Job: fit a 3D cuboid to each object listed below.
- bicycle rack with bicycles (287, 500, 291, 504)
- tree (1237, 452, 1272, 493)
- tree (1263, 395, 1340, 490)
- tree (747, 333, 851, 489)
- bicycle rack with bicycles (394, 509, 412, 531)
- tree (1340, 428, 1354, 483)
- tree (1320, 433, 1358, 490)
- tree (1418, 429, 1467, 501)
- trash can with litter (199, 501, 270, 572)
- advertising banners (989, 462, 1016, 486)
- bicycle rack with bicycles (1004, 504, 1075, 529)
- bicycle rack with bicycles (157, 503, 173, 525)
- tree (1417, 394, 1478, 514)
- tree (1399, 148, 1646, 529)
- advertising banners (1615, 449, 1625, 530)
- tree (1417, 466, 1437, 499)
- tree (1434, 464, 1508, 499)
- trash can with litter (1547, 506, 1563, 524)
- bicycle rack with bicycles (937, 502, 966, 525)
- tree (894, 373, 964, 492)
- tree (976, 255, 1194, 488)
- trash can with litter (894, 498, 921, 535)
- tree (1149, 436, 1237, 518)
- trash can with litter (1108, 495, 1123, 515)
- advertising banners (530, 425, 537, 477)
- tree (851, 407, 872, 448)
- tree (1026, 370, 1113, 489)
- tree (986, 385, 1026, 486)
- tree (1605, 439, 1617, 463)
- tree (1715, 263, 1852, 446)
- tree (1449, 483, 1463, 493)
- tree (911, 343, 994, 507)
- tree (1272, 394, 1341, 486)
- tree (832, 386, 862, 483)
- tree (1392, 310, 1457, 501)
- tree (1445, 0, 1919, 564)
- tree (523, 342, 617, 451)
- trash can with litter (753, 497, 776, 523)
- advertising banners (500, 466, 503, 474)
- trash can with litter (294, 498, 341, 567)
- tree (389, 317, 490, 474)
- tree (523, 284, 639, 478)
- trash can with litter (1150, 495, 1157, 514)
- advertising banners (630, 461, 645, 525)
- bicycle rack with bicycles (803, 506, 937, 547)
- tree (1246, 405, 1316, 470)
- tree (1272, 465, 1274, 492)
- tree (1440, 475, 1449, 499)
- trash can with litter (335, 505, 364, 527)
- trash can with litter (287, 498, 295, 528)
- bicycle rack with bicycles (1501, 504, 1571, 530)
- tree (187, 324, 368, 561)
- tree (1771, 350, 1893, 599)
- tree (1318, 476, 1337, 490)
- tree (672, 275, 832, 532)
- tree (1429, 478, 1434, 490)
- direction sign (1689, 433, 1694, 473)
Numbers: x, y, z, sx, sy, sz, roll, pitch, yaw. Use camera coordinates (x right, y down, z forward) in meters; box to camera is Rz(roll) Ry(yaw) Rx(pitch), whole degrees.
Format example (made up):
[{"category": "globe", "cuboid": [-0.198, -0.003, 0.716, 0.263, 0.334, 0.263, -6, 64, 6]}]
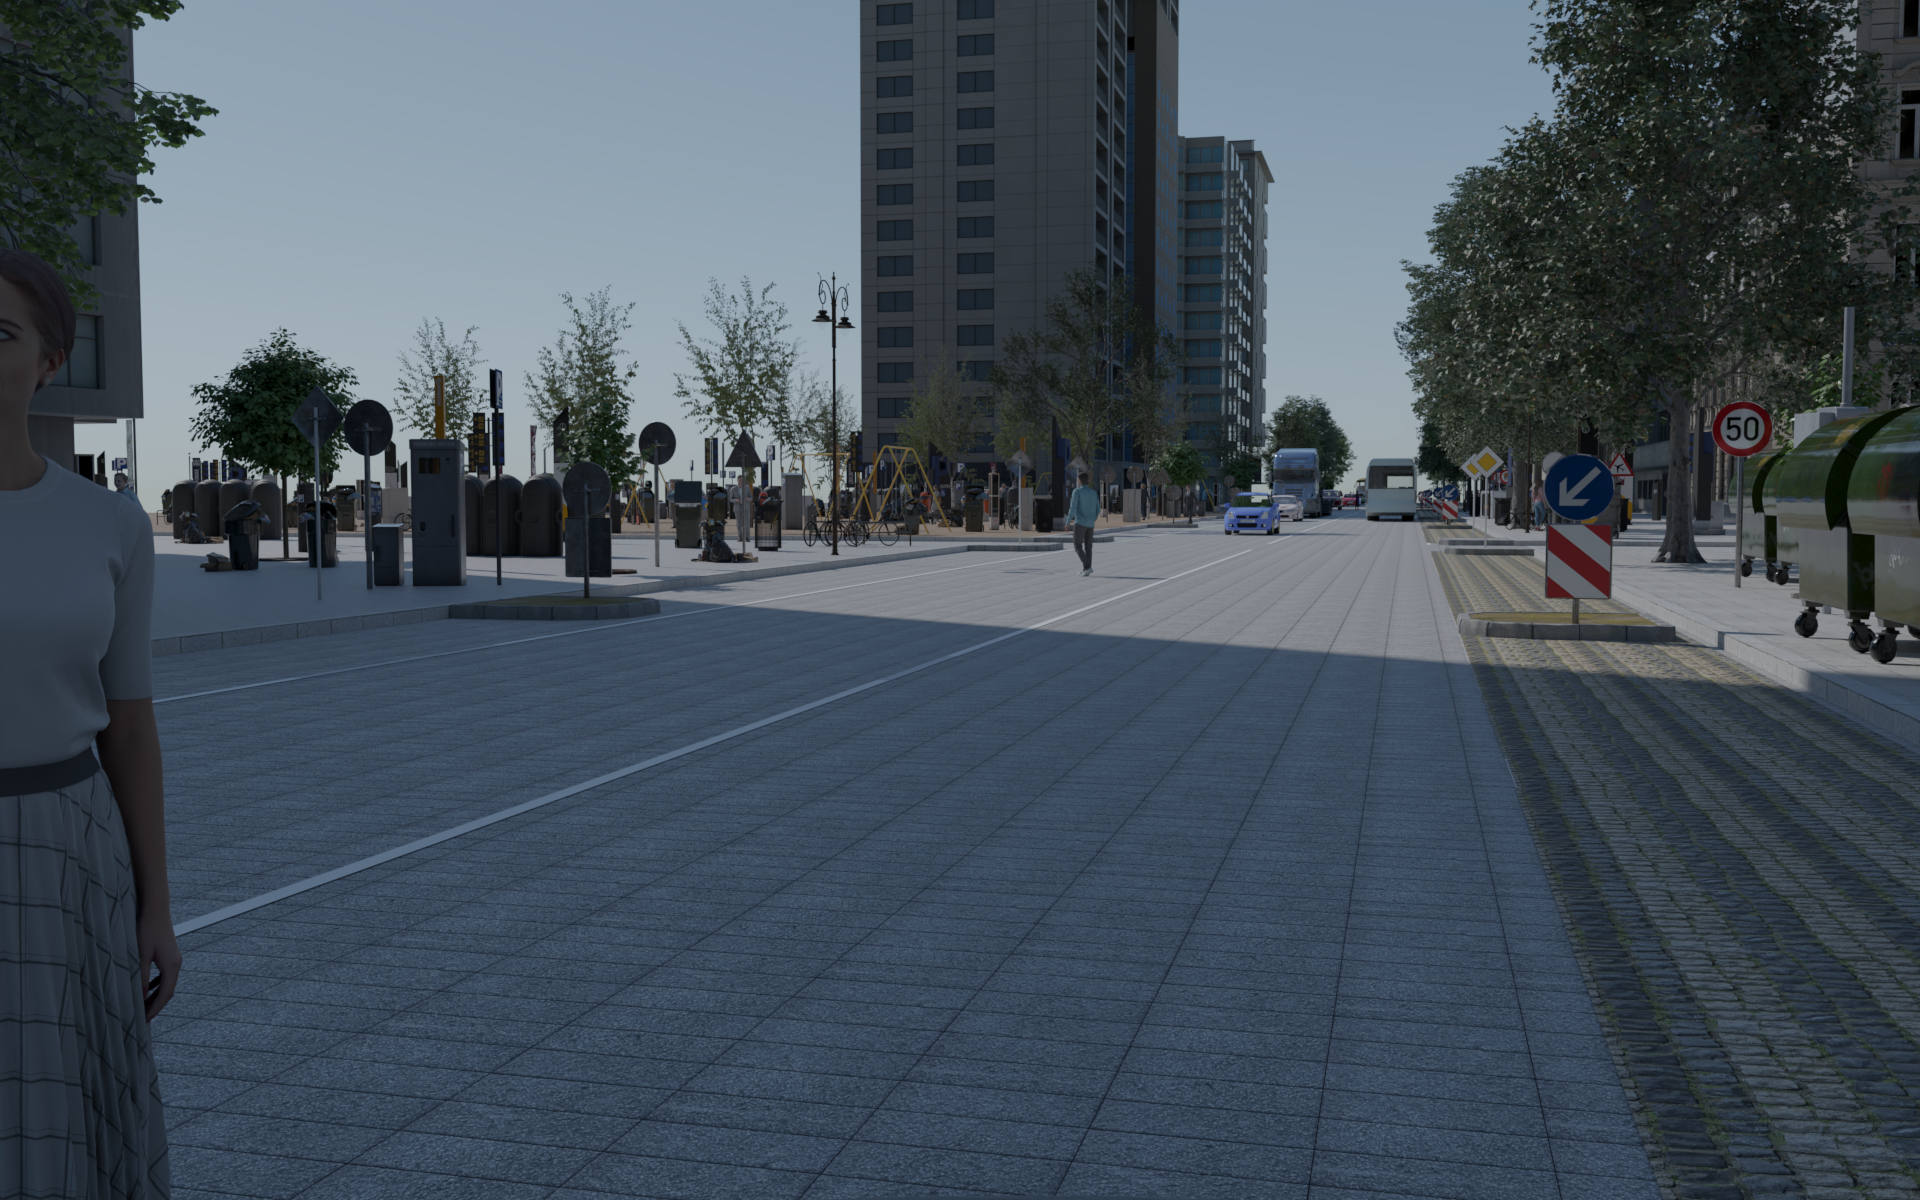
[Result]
[{"category": "bicycle rack with bicycles", "cuboid": [-50.905, -7.045, 128.567, 2.852, 0.926, 2.925, -2, 4, -28]}, {"category": "tree", "cuboid": [21.402, -9.131, 133.000, 4.285, 4.588, 4.351, 0, 3, 0]}, {"category": "tree", "cuboid": [38.269, -17.163, 198.745, 7.486, 12.596, 7.792, 0, 3, 0]}, {"category": "tree", "cuboid": [-7.941, -7.922, 79.883, 4.360, 8.622, 3.978, 0, 3, 0]}, {"category": "bicycle rack with bicycles", "cuboid": [-18.156, -2.841, 59.834, 2.925, 0.926, 2.852, 0, 4, 5]}, {"category": "tree", "cuboid": [52.809, -20.250, 249.207, 7.486, 12.596, 7.792, 0, 3, 0]}, {"category": "tree", "cuboid": [60.176, -21.660, 279.900, 9.928, 11.665, 9.643, 0, 3, 0]}, {"category": "tree", "cuboid": [65.105, -19.226, 232.471, 7.486, 12.596, 7.792, 0, 3, 0]}, {"category": "trash can with litter", "cuboid": [-12.110, -1.072, 28.912, 0.624, 1.170, 1.055, 2, 4, 24]}, {"category": "advertising banners", "cuboid": [2.431, -6.079, 95.572, 2.074, 3.025, 0.090, -3, 4, -36]}, {"category": "bicycle rack with bicycles", "cuboid": [2.652, -3.090, 63.909, 2.852, 0.926, 2.925, 2, 4, 31]}, {"category": "bicycle rack with bicycles", "cuboid": [-32.422, -3.645, 72.974, 2.852, 0.926, 2.925, 0, 4, -6]}, {"category": "tree", "cuboid": [33.025, -11.273, 110.068, 9.928, 11.665, 9.643, 0, 3, 0]}, {"category": "tree", "cuboid": [20.643, -9.588, 63.425, 9.857, 13.997, 8.962, 0, 3, 0]}, {"category": "advertising banners", "cuboid": [19.914, -3.495, 53.336, 2.074, 3.025, 0.090, -2, 4, -35]}, {"category": "tree", "cuboid": [73.747, -20.434, 268.512, 7.601, 10.594, 8.767, -2, 4, -26]}, {"category": "tree", "cuboid": [31.137, -9.278, 102.060, 4.360, 8.622, 3.978, 0, 3, 0]}, {"category": "trash can with litter", "cuboid": [20.240, -2.879, 58.461, 0.624, 1.170, 1.055, 0, 4, -1]}, {"category": "bicycle rack with bicycles", "cuboid": [-0.457, -3.673, 73.434, 2.925, 0.926, 2.852, 0, 4, -1]}, {"category": "tree", "cuboid": [-2.132, -9.501, 105.702, 4.737, 8.622, 4.395, 0, 3, 0]}, {"category": "tree", "cuboid": [4.790, -8.210, 68.640, 8.767, 10.594, 7.601, 0, 4, -1]}, {"category": "trash can with litter", "cuboid": [-1.697, -2.631, 54.407, 0.624, 1.170, 1.055, -3, 5, -42]}, {"category": "tree", "cuboid": [12.008, -6.815, 95.144, 4.285, 4.588, 4.351, 0, 3, 0]}, {"category": "trash can with litter", "cuboid": [9.704, -6.000, 109.150, 1.678, 1.210, 2.233, 3, 4, 36]}, {"category": "advertising banners", "cuboid": [-10.878, -2.878, 43.249, 0.090, 3.025, 2.074, 0, 4, 5]}, {"category": "tree", "cuboid": [-8.175, -9.994, 113.762, 4.360, 8.622, 3.978, 0, 3, 0]}, {"category": "tree", "cuboid": [7.085, -9.209, 100.925, 4.737, 8.622, 4.395, 0, 3, 0]}, {"category": "tree", "cuboid": [3.638, -10.096, 115.425, 4.737, 8.622, 4.395, 0, 3, 0]}, {"category": "tree", "cuboid": [33.325, -8.482, 89.045, 4.360, 8.622, 3.978, 0, 3, 0]}, {"category": "tree", "cuboid": [23.181, -5.997, 48.414, 4.360, 8.622, 3.978, 0, 3, 0]}, {"category": "tree", "cuboid": [48.679, -10.783, 170.897, 1.663, 3.219, 1.824, 0, 3, 0]}, {"category": "tree", "cuboid": [-0.340, -8.159, 83.759, 4.360, 8.622, 3.978, 0, 3, 0]}, {"category": "tree", "cuboid": [44.321, -19.308, 222.344, 9.857, 13.997, 8.962, 0, 3, 0]}, {"category": "tree", "cuboid": [-8.736, -10.317, 119.038, 4.737, 8.622, 4.395, 0, 3, 0]}, {"category": "tree", "cuboid": [45.303, -18.209, 153.600, 12.611, 20.169, 13.585, 0, 3, 0]}, {"category": "tree", "cuboid": [13.341, -7.039, 32.092, 9.611, 12.733, 9.660, 0, 3, 0]}, {"category": "tree", "cuboid": [-18.274, -8.084, 82.542, 4.360, 8.622, 3.978, 0, 3, 0]}, {"category": "trash can with litter", "cuboid": [-8.581, -3.940, 75.804, 1.055, 1.170, 0.624, -1, 4, -22]}, {"category": "advertising banners", "cuboid": [-18.014, -4.499, 69.743, 0.090, 3.025, 2.074, 2, 4, 33]}, {"category": "trash can with litter", "cuboid": [-11.239, -1.165, 30.442, 0.624, 1.170, 1.055, -1, 4, -13]}, {"category": "tree", "cuboid": [-21.131, -7.397, 71.297, 4.737, 8.622, 4.395, 0, 3, 0]}, {"category": "tree", "cuboid": [-13.186, -6.772, 61.079, 4.737, 8.622, 4.395, 0, 3, 0]}, {"category": "trash can with litter", "cuboid": [12.904, -6.202, 112.465, 2.233, 1.210, 1.678, 2, 4, 31]}, {"category": "advertising banners", "cuboid": [-13.316, -4.610, 71.560, 0.090, 3.025, 2.074, -2, 4, -26]}, {"category": "bicycle rack with bicycles", "cuboid": [-2.677, -1.801, 42.831, 2.925, 0.926, 2.852, -3, 5, -42]}, {"category": "tree", "cuboid": [33.608, -15.088, 181.095, 8.767, 10.594, 7.601, 2, 4, 30]}, {"category": "tree", "cuboid": [30.200, -11.047, 164.336, 4.285, 4.588, 4.351, 0, 3, 0]}, {"category": "tree", "cuboid": [60.813, -16.277, 216.489, 4.737, 8.622, 4.395, 0, 3, 0]}, {"category": "trash can with litter", "cuboid": [-23.822, -3.462, 67.659, 1.678, 1.210, 2.233, 2, 4, 29]}, {"category": "trash can with litter", "cuboid": [-25.318, -3.289, 65.155, 1.055, 1.170, 0.624, -1, 4, -20]}, {"category": "bicycle rack with bicycles", "cuboid": [20.818, -2.959, 61.762, 2.925, 0.926, 2.852, 0, 4, -7]}, {"category": "tree", "cuboid": [-13.004, -3.046, 33.524, 4.285, 4.588, 4.351, 0, 3, 0]}, {"category": "tree", "cuboid": [10.881, -1.622, 21.119, 1.663, 3.219, 1.824, 0, 3, 0]}, {"category": "tree", "cuboid": [55.062, -16.967, 261.131, 4.285, 4.588, 4.351, 0, 3, 0]}, {"category": "tree", "cuboid": [-7.306, -6.555, 57.530, 4.737, 8.622, 4.395, 0, 3, 0]}, {"category": "tree", "cuboid": [56.516, -15.452, 203.002, 4.360, 8.622, 3.978, 0, 3, 0]}, {"category": "direction sign", "cuboid": [26.896, -4.436, 64.528, 0.379, 3.537, 0.876, -3, 4, -37]}]
